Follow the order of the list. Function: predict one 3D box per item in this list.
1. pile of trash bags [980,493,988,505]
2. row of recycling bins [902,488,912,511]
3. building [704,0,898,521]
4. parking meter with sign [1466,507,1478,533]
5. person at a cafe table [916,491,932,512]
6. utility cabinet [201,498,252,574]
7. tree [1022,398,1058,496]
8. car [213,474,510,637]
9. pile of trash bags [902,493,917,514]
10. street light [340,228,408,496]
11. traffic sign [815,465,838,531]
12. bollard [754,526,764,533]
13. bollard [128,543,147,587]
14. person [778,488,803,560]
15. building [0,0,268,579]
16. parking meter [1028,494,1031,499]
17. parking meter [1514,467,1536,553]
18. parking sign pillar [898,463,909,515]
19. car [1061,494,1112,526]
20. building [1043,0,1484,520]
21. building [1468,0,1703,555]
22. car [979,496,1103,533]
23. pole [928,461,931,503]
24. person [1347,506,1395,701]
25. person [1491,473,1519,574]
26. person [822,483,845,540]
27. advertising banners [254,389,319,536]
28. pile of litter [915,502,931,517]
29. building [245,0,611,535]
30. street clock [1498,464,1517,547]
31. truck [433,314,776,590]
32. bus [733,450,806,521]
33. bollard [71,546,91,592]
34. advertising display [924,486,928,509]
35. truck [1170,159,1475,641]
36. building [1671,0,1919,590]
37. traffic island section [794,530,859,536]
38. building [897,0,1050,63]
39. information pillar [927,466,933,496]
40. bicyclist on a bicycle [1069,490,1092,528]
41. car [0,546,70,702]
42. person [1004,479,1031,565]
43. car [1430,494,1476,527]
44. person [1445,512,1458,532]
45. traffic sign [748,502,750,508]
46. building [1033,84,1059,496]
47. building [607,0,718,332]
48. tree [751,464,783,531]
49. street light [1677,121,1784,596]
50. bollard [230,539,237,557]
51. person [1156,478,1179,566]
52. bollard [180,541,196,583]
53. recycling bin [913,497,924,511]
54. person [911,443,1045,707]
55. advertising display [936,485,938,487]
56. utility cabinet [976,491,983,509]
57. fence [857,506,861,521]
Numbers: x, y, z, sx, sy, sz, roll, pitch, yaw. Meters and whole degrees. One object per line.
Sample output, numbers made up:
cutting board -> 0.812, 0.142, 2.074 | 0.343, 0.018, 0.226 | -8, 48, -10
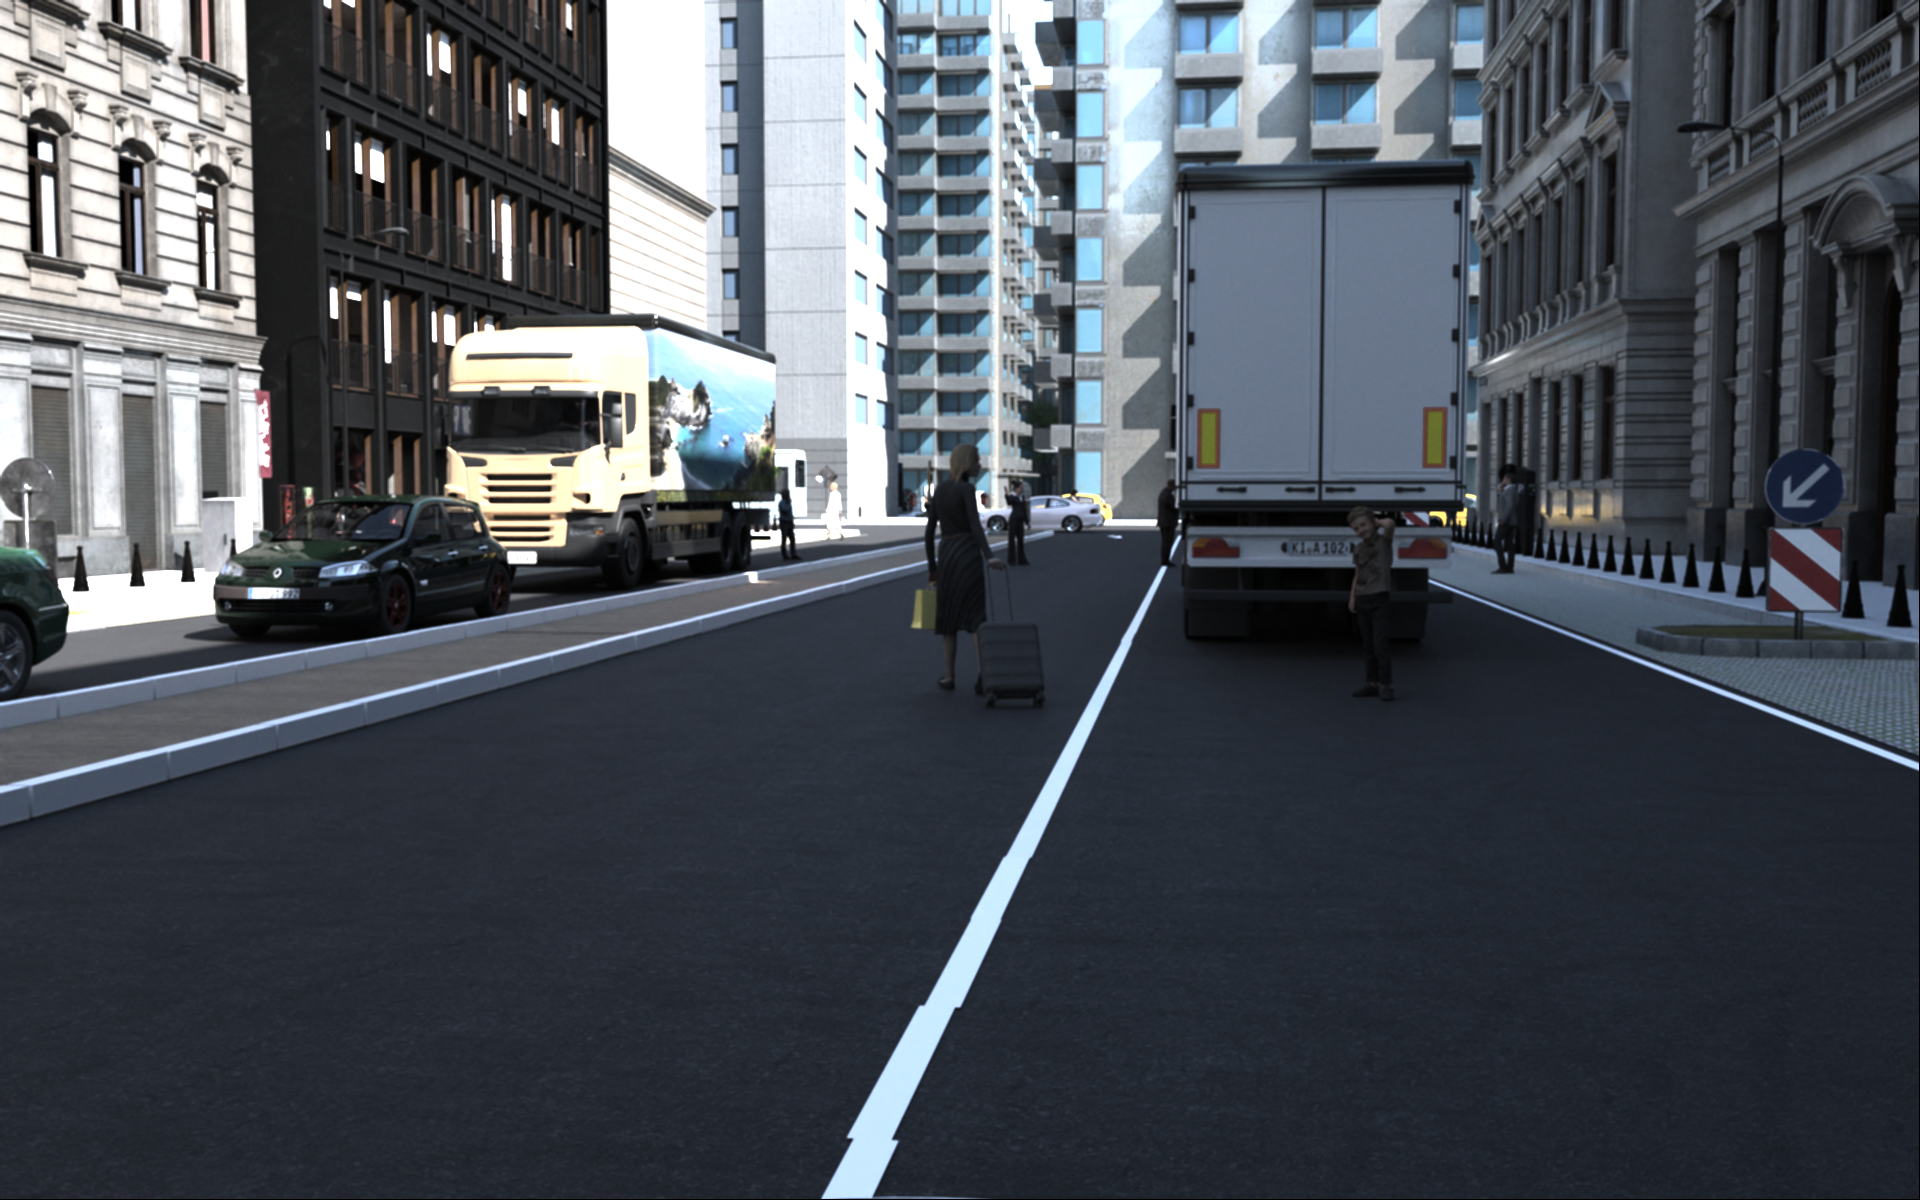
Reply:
pile of trash bags -> 0.589, -7.193, 127.352 | 3.447, 1.369, 1.912 | 2, 4, 33
row of recycling bins -> -4.606, -7.324, 126.867 | 1.069, 1.692, 3.534 | 2, 4, 32
building -> -17.804, -33.748, 93.787 | 28.212, 58.520, 21.231 | 0, 4, 8
parking meter with sign -> 17.471, -3.737, 57.353 | 1.738, 3.016, 0.543 | -3, 4, -37
person at a cafe table -> -2.481, -6.970, 122.473 | 1.622, 1.524, 1.698 | -2, 4, -35
utility cabinet -> -11.852, -1.030, 27.996 | 1.020, 1.237, 0.306 | 3, 4, 37
tree -> 9.682, -15.966, 186.806 | 9.928, 11.665, 9.643 | 0, 3, 0
car -> -6.291, -0.539, 18.602 | 2.009, 1.686, 4.222 | 0, 4, 8
pile of trash bags -> -3.984, -6.356, 113.669 | 1.912, 1.369, 3.447 | 3, 4, 36
street light -> -10.315, -3.542, 30.449 | 1.470, 5.913, 1.316 | 0, 4, 8
traffic sign -> -4.645, -3.464, 60.275 | 0.795, 2.450, 0.064 | 0, 4, 8
bollard -> -6.713, -2.522, 57.283 | 0.229, 0.601, 0.229 | 0, 3, 0
bollard -> -11.366, -0.481, 23.912 | 0.229, 0.601, 0.229 | 0, 3, 0
person -> -3.706, -1.628, 37.332 | 0.499, 1.552, 0.429 | -3, 4, -37
building -> -18.549, -10.629, 22.930 | 9.793, 20.994, 18.267 | 0, 4, 8
parking meter -> 5.996, -8.785, 149.339 | 0.255, 1.863, 0.399 | 0, 4, 6
parking meter -> 12.226, -1.942, 37.470 | 0.255, 1.863, 0.399 | -2, 4, -26
parking sign pillar -> -3.905, -7.323, 108.198 | 1.447, 3.967, 1.447 | -1, 4, -10
car -> 4.799, -4.122, 77.615 | 3.980, 1.641, 2.015 | 0, 4, 8
building -> 19.569, -28.879, 91.782 | 30.456, 49.044, 23.786 | 0, 4, 8
building -> 20.209, -12.752, 44.657 | 11.583, 22.565, 21.152 | 0, 4, 8
car -> 2.954, -3.232, 65.206 | 4.827, 1.381, 2.083 | 0, 4, 8
pole -> -1.866, -6.844, 105.738 | 0.158, 3.312, 0.155 | 0, 3, 0
person -> 2.908, 0.014, 12.183 | 0.435, 1.345, 0.340 | 3, 5, 41
person -> 9.782, -1.370, 31.085 | 0.473, 1.802, 0.592 | 3, 5, 44
person -> -3.909, -2.747, 53.764 | 0.624, 1.780, 0.694 | 3, 5, 42
advertising banners -> -11.586, -2.058, 29.832 | 0.090, 3.025, 2.074 | 0, 4, 7
pile of litter -> -1.919, -5.070, 96.866 | 1.176, 0.858, 1.719 | 0, 4, -5
building -> -16.677, -12.850, 39.780 | 12.332, 23.373, 15.834 | 0, 4, 8
street clock -> 13.187, -2.267, 41.634 | 0.471, 2.002, 0.358 | 1, 4, 8
truck -> -5.611, -2.473, 29.344 | 2.839, 4.237, 11.283 | 0, 4, 7
bus -> -13.348, -4.849, 74.139 | 13.247, 3.499, 2.948 | 0, 4, 6
bollard -> -11.533, -0.408, 22.709 | 0.229, 0.601, 0.229 | 0, 3, 0
advertising display -> -2.872, -8.554, 145.074 | 0.123, 1.923, 0.974 | 1, 4, 12
truck -> 3.816, -1.916, 20.240 | 2.839, 4.237, 11.283 | 0, 4, 8
building -> 17.704, -11.901, 23.464 | 11.050, 23.489, 19.941 | 0, 4, 8
traffic island section -> -4.670, -2.328, 60.340 | 2.009, 0.180, 2.903 | 0, 4, 8
building -> -4.851, -33.471, 166.852 | 23.786, 49.044, 30.456 | 0, 4, 8
information pillar -> -2.512, -9.443, 145.741 | 0.504, 3.616, 0.183 | 0, 4, -7
bicyclist on a bicycle -> 4.867, -3.837, 72.760 | 1.625, 1.676, 1.499 | 0, 4, 7
car -> -7.613, 0.074, 10.590 | 2.131, 1.459, 4.920 | 0, 4, 8
person -> 1.142, -1.562, 34.842 | 0.445, 1.727, 0.742 | 1, 4, 17
car -> 19.619, -3.465, 66.879 | 3.980, 1.641, 2.015 | 0, 4, 7
person -> 17.197, -3.141, 60.583 | 0.841, 1.734, 0.376 | 0, 4, -4
traffic sign -> -6.894, -3.449, 56.497 | 0.768, 2.556, 0.104 | 1, 4, 17
building -> 4.405, -43.494, 253.118 | 28.212, 58.520, 21.231 | 0, 4, 8
building -> -21.466, -15.795, 55.516 | 25.104, 27.353, 12.463 | 0, 4, 8
tree -> -7.205, -4.077, 61.262 | 1.663, 3.219, 1.824 | 0, 3, 0
street light -> 9.643, -3.007, 21.698 | 1.470, 5.913, 1.316 | 0, 4, 8
bollard -> -11.032, -0.628, 26.307 | 0.229, 0.601, 0.229 | 0, 3, 0
person -> 4.200, -1.540, 34.371 | 0.600, 1.739, 0.565 | -2, 4, -31
bollard -> -11.199, -0.555, 25.110 | 0.229, 0.601, 0.229 | 0, 3, 0
recycling bin -> -3.150, -7.328, 132.367 | 0.722, 1.027, 0.722 | 1, 4, 9
person -> 0.097, -0.215, 12.238 | 0.699, 1.804, 1.509 | -1, 4, -11
advertising display -> -1.677, -7.393, 126.089 | 0.123, 1.923, 0.974 | 0, 4, -2
utility cabinet -> 1.352, -8.303, 144.439 | 1.173, 1.500, 0.318 | -1, 4, -14
fence -> -4.826, -4.168, 83.525 | 0.278, 0.683, 2.069 | 0, 4, 0
